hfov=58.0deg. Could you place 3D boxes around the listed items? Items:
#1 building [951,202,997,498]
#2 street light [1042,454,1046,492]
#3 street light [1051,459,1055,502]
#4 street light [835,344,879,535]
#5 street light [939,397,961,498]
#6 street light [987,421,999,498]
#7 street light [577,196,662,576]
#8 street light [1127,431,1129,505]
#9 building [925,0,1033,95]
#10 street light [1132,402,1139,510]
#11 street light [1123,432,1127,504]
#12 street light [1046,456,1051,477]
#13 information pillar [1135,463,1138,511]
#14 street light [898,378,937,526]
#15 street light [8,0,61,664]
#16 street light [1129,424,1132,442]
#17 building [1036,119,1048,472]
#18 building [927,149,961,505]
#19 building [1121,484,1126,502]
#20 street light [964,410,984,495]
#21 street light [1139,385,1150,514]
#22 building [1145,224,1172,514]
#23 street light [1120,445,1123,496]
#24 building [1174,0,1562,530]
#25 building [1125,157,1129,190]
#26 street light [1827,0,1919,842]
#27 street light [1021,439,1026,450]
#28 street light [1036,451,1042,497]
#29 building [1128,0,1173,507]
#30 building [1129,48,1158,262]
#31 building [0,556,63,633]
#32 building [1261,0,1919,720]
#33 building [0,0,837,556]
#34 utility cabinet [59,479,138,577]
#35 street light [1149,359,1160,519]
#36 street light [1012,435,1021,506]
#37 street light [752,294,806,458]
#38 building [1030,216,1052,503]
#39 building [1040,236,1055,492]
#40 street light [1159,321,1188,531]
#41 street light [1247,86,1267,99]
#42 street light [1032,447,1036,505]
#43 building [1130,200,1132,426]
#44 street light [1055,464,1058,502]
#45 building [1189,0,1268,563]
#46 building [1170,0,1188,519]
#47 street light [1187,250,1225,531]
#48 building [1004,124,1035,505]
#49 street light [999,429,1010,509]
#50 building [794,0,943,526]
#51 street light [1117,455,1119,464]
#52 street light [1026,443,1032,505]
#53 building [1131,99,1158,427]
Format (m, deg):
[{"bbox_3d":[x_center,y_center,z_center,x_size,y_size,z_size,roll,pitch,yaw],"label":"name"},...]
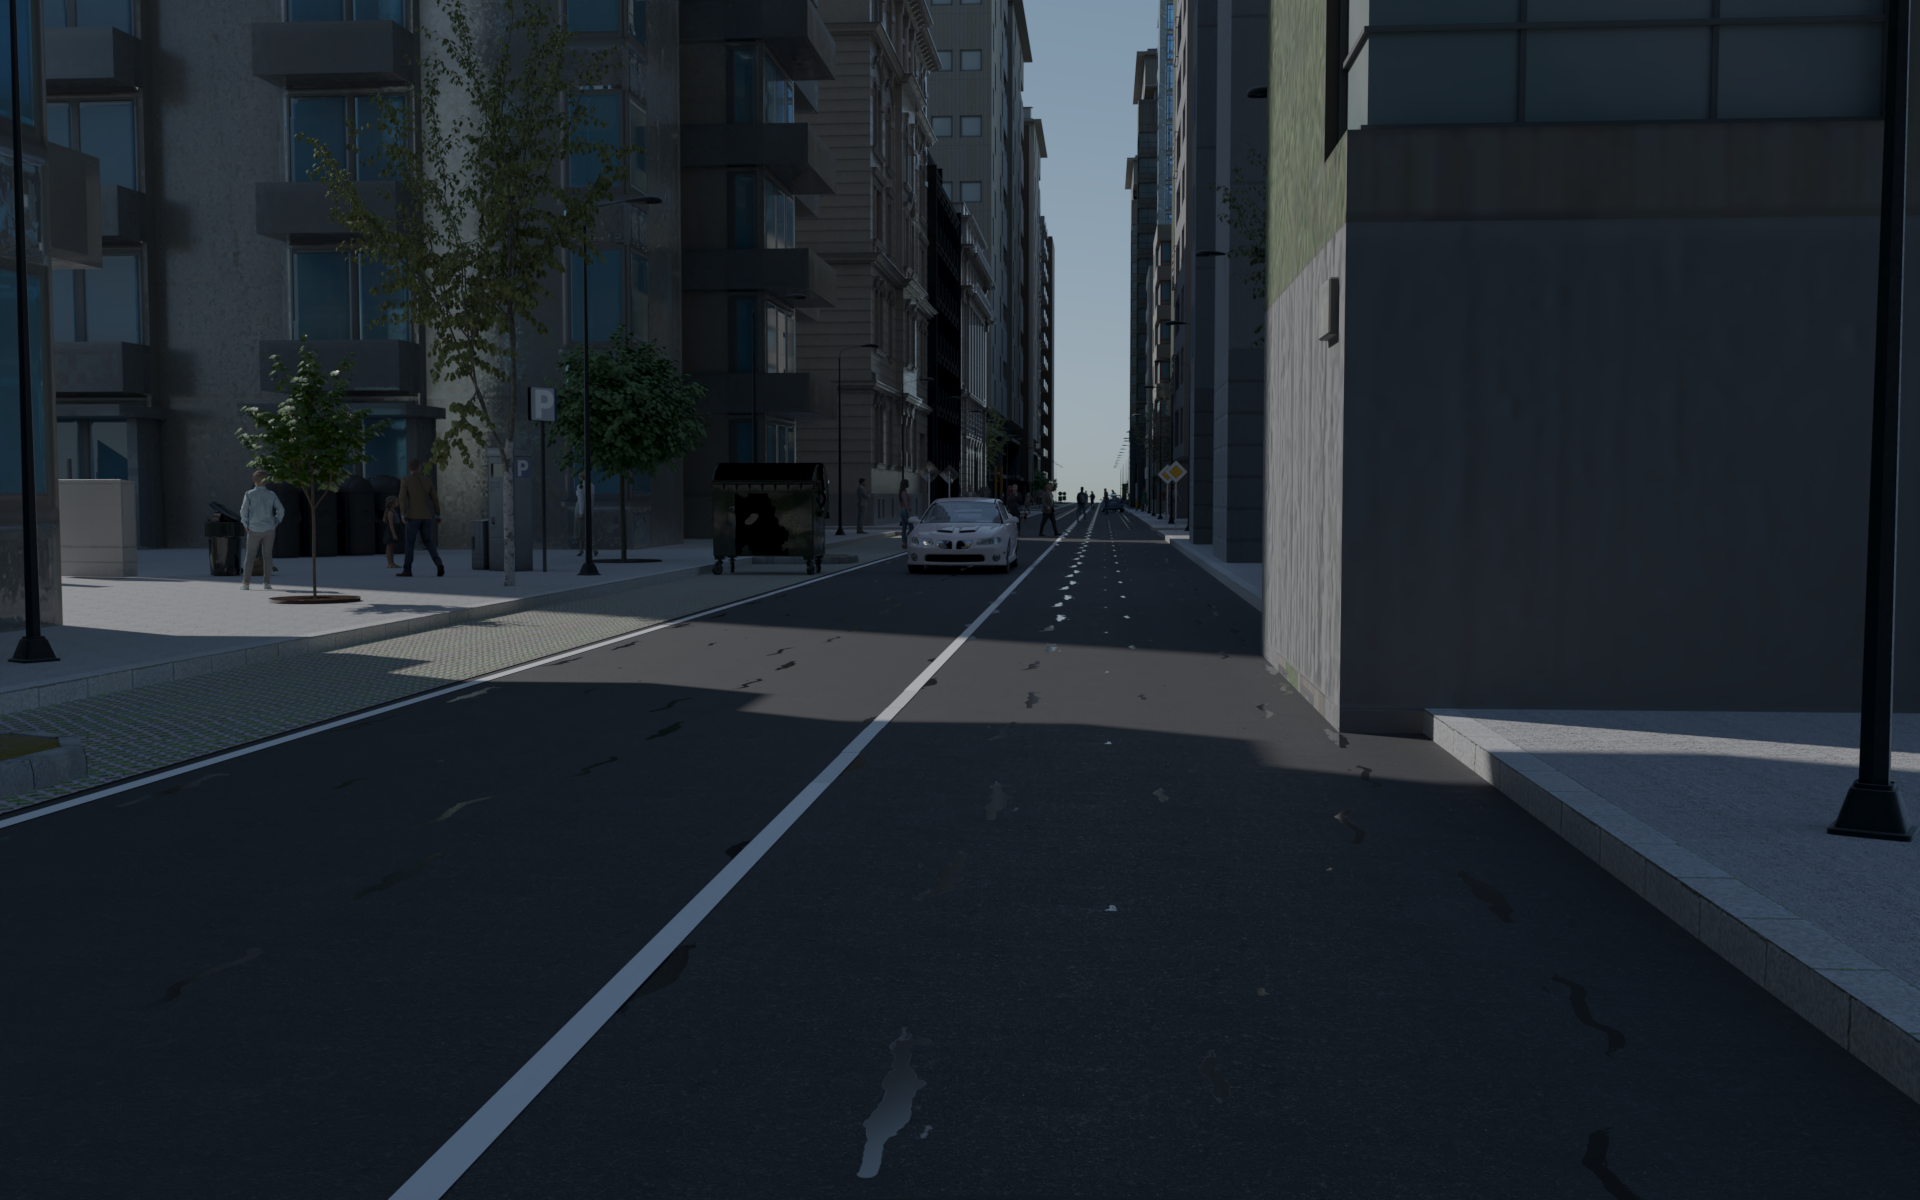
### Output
[{"bbox_3d":[-4.821,-17.020,120.079,13.314,21.916,24.055,0,4,5],"label":"building"},{"bbox_3d":[8.873,-13.853,199.041,1.470,5.913,1.316,0,4,5],"label":"street light"},{"bbox_3d":[11.403,-15.617,227.886,1.470,5.913,1.316,0,4,5],"label":"street light"},{"bbox_3d":[-3.187,-4.960,53.640,1.470,5.913,1.316,0,4,5],"label":"street light"},{"bbox_3d":[-0.727,-6.733,82.619,1.470,5.913,1.316,0,4,5],"label":"street light"},{"bbox_3d":[1.543,-8.397,109.828,1.470,5.913,1.316,0,4,5],"label":"street light"},{"bbox_3d":[-5.328,-3.341,27.160,1.470,5.913,1.316,0,4,5],"label":"street light"},{"bbox_3d":[11.937,-8.655,114.047,1.470,5.913,1.316,0,4,5],"label":"street light"},{"bbox_3d":[-7.098,-36.473,185.573,28.713,52.752,27.495,0,4,5],"label":"building"},{"bbox_3d":[9.587,-7.025,87.395,1.470,5.913,1.316,0,4,5],"label":"street light"},{"bbox_3d":[12.952,-9.496,127.801,1.470,5.913,1.316,0,4,5],"label":"street light"},{"bbox_3d":[10.076,-14.679,212.549,1.470,5.913,1.316,0,4,5],"label":"street light"},{"bbox_3d":[13.211,-8.449,129.491,0.183,3.616,0.504,1,4,15],"label":"information pillar"},{"bbox_3d":[-1.748,-5.923,69.375,1.470,5.913,1.316,0,4,5],"label":"street light"},{"bbox_3d":[-6.561,-2.478,13.052,1.470,5.913,1.316,0,4,5],"label":"street light"},{"bbox_3d":[10.726,-7.834,100.629,1.470,5.913,1.316,0,4,5],"label":"street light"},{"bbox_3d":[-2.632,-39.851,240.798,28.713,52.752,27.495,0,4,5],"label":"building"},{"bbox_3d":[-6.708,-16.517,99.724,12.332,23.373,15.834,0,4,5],"label":"building"},{"bbox_3d":[43.192,-36.462,288.034,32.217,40.220,23.993,0,4,5],"label":"building"},{"bbox_3d":[0.430,-7.552,96.023,1.470,5.913,1.316,0,4,5],"label":"street light"},{"bbox_3d":[8.527,-6.215,74.154,1.470,5.913,1.316,0,4,5],"label":"street light"},{"bbox_3d":[27.597,-17.096,124.562,27.650,21.520,28.899,0,4,5],"label":"building"},{"bbox_3d":[14.133,-10.393,142.469,1.470,5.913,1.316,0,4,5],"label":"street light"},{"bbox_3d":[16.377,-23.847,73.493,14.086,41.232,14.154,0,4,5],"label":"building"},{"bbox_3d":[39.397,-41.159,262.181,28.713,52.752,27.495,0,4,5],"label":"building"},{"bbox_3d":[2.921,-2.073,6.436,1.470,5.913,1.316,0,4,5],"label":"street light"},{"bbox_3d":[4.497,-10.533,144.750,1.470,5.913,1.316,0,4,5],"label":"street light"},{"bbox_3d":[7.758,-13.026,185.522,1.470,5.913,1.316,0,4,5],"label":"street light"},{"bbox_3d":[27.029,-51.686,157.743,22.319,86.520,31.000,0,4,5],"label":"building"},{"bbox_3d":[34.665,-37.482,202.071,28.713,52.752,27.495,0,4,5],"label":"building"},{"bbox_3d":[-19.354,-23.474,3.402,23.786,49.044,30.456,0,4,5],"label":"building"},{"bbox_3d":[9.835,-20.292,15.374,14.154,41.232,14.086,0,4,5],"label":"building"},{"bbox_3d":[-19.399,-26.276,49.217,30.456,49.044,23.786,0,4,5],"label":"building"},{"bbox_3d":[-13.192,-1.091,26.519,1.173,1.500,0.318,1,4,17],"label":"utility cabinet"},{"bbox_3d":[7.380,-5.333,59.730,1.470,5.913,1.316,0,4,5],"label":"street light"},{"bbox_3d":[3.814,-10.033,136.584,1.470,5.913,1.316,0,4,5],"label":"street light"},{"bbox_3d":[-4.267,-4.150,40.401,1.470,5.913,1.316,0,4,5],"label":"street light"},{"bbox_3d":[2.287,-39.750,269.525,23.786,49.044,30.456,0,4,5],"label":"building"},{"bbox_3d":[8.785,-39.227,291.465,14.600,45.320,14.200,0,4,5],"label":"building"},{"bbox_3d":[6.188,-4.523,46.500,1.470,5.913,1.316,0,4,5],"label":"street light"},{"bbox_3d":[3.966,-2.894,19.854,1.470,5.913,1.316,0,4,5],"label":"street light"},{"bbox_3d":[6.563,-12.178,171.645,1.470,5.913,1.316,0,4,5],"label":"street light"},{"bbox_3d":[30.777,-34.157,242.061,14.154,41.232,14.086,0,4,5],"label":"building"},{"bbox_3d":[12.474,-16.435,241.247,1.470,5.913,1.316,0,4,5],"label":"street light"},{"bbox_3d":[16.561,-30.672,43.485,21.231,58.520,28.212,0,4,5],"label":"building"},{"bbox_3d":[18.653,-19.803,95.478,14.160,30.474,14.107,0,4,5],"label":"building"},{"bbox_3d":[5.174,-3.703,33.082,1.470,5.913,1.316,0,4,5],"label":"street light"},{"bbox_3d":[1.586,-33.997,205.962,14.600,45.320,14.200,0,4,5],"label":"building"},{"bbox_3d":[2.583,-9.207,123.071,1.470,5.913,1.316,0,4,5],"label":"street light"},{"bbox_3d":[-8.717,-17.886,79.819,14.401,28.519,23.554,0,4,5],"label":"building"},{"bbox_3d":[17.010,-12.465,176.341,1.470,5.913,1.316,0,4,5],"label":"street light"},{"bbox_3d":[5.626,-11.367,158.394,1.470,5.913,1.316,0,4,5],"label":"street light"},{"bbox_3d":[25.564,-30.498,182.230,14.154,41.232,14.086,0,4,5],"label":"building"}]
